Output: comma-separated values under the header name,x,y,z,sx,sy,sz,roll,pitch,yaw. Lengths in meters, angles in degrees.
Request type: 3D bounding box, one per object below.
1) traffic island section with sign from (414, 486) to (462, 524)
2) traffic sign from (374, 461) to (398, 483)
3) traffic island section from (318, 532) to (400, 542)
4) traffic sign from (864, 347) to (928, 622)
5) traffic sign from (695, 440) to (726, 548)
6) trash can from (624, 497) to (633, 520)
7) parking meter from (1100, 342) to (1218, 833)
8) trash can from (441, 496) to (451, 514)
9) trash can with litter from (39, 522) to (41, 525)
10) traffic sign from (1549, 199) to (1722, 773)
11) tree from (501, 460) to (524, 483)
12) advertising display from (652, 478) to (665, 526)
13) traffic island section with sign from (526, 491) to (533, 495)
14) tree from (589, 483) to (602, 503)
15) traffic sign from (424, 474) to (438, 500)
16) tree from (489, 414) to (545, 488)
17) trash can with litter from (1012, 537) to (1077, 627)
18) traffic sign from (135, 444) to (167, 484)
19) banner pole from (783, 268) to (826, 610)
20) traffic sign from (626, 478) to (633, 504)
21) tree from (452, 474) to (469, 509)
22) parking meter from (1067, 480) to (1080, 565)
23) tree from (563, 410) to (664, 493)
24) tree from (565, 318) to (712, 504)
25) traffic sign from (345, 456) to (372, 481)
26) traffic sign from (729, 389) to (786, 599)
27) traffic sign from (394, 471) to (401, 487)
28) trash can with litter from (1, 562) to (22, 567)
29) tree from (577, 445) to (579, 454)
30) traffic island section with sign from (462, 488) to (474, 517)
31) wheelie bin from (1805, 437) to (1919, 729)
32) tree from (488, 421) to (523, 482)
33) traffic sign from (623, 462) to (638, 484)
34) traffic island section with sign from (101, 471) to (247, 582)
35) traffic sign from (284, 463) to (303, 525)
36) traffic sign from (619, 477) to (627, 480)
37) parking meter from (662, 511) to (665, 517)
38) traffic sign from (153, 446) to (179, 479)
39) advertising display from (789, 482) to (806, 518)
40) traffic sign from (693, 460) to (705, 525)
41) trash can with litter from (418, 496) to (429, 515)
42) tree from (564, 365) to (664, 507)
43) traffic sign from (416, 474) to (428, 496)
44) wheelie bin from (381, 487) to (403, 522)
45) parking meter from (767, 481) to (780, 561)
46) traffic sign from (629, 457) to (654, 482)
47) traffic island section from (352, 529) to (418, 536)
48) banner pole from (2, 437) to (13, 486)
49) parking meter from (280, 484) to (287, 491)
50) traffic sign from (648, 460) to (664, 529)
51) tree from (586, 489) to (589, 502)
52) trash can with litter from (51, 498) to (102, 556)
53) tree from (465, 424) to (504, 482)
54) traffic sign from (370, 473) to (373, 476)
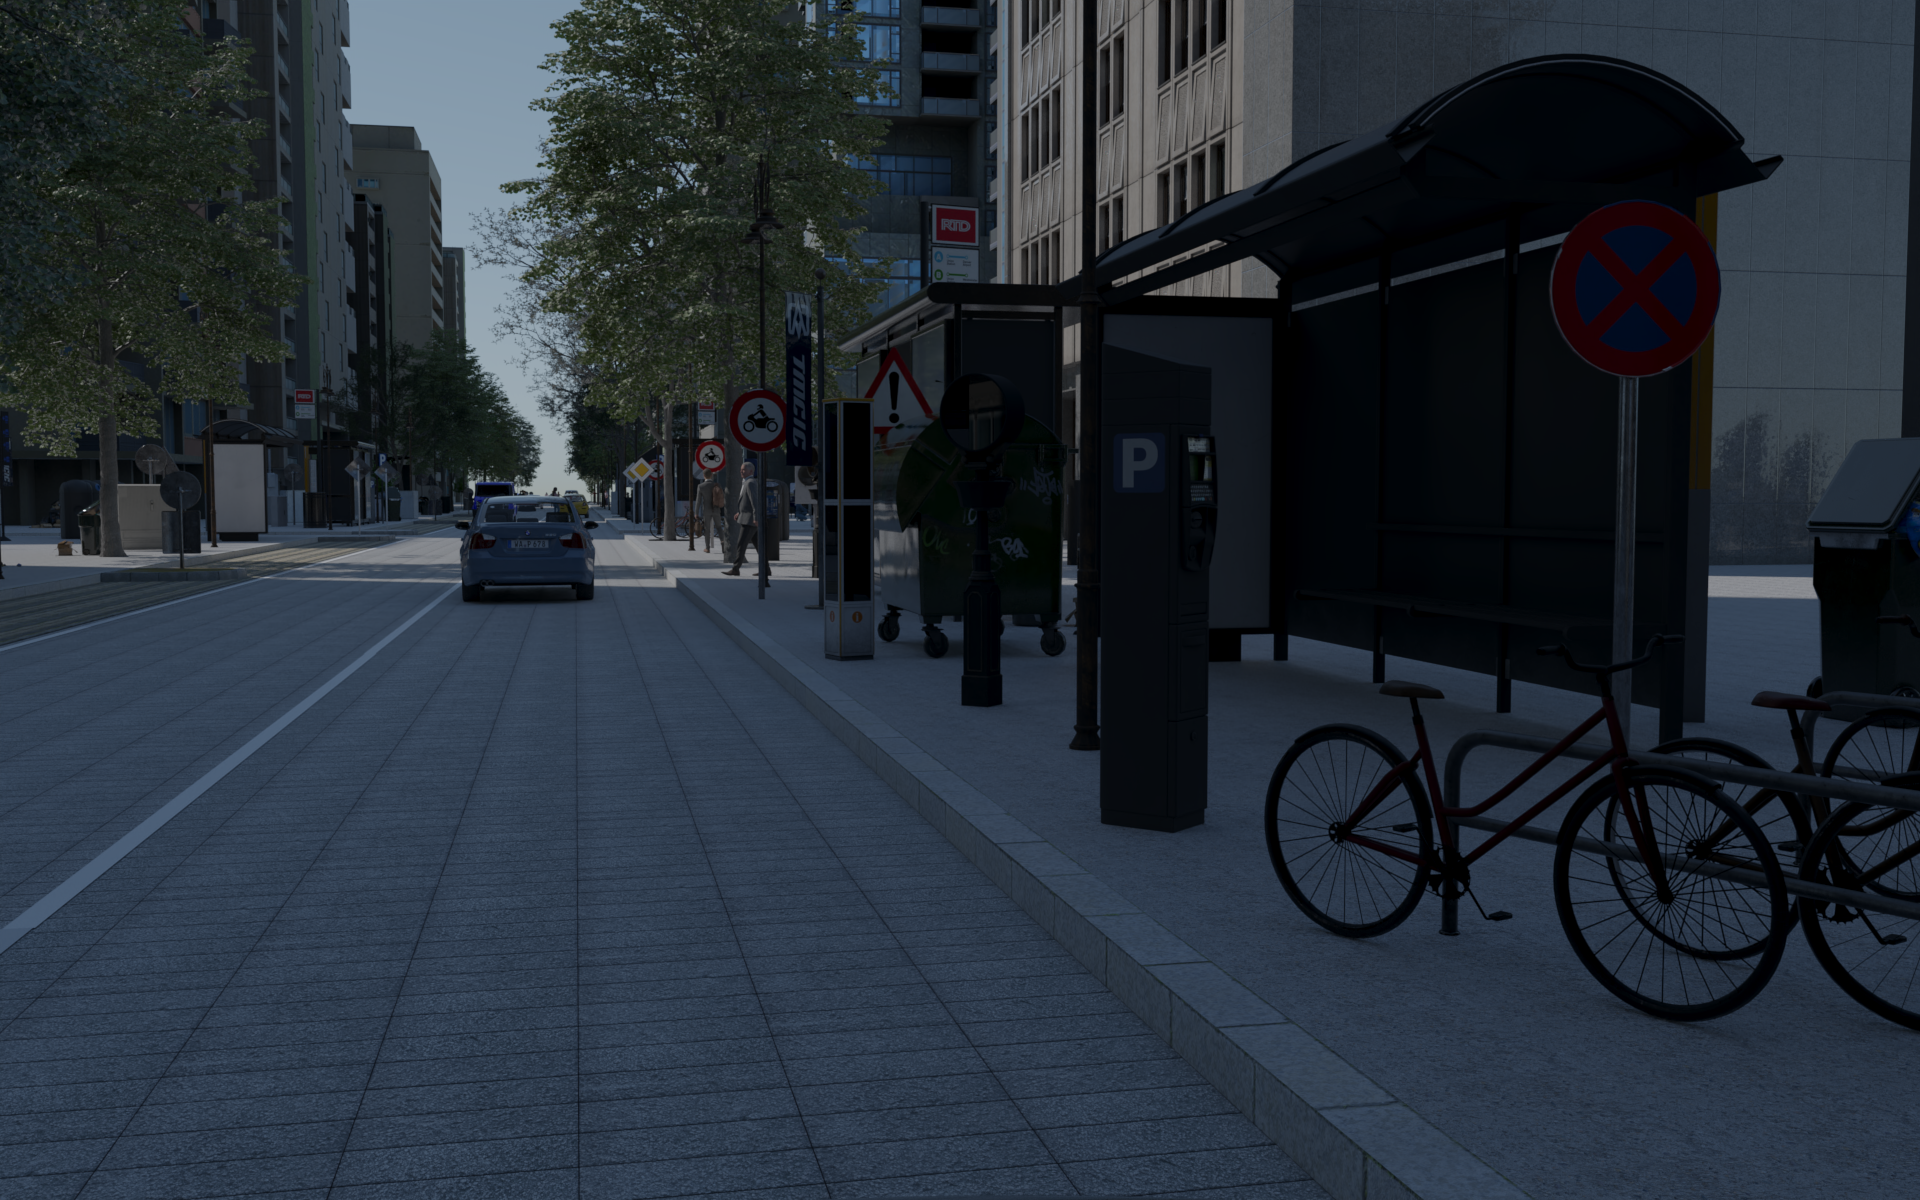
name,x,y,z,sx,sy,sz,roll,pitch,yaw
traffic island section with sign,-25.170,-4.564,83.254,1.989,1.847,2.006,-1,4,-12
traffic sign,-20.204,-3.595,60.975,0.795,2.593,0.064,-1,4,-12
traffic island section,-18.495,-1.894,53.241,2.009,0.180,2.903,-1,4,-12
traffic sign,-0.585,-0.944,15.438,0.884,2.594,0.081,0,4,-4
traffic sign,-5.883,-2.505,41.063,0.768,2.556,0.104,0,4,-4
trash can,-16.355,-4.552,86.074,0.748,1.137,0.748,0,3,0
parking meter,0.763,-0.059,6.675,0.399,1.863,0.255,3,4,36
trash can,-33.629,-6.213,113.241,0.748,1.137,0.748,0,3,0
trash can with litter,-35.310,-3.426,67.407,1.055,1.170,0.624,0,4,-6
traffic sign,2.923,-0.458,7.600,0.768,2.556,0.104,0,4,-4
tree,-66.890,-18.782,257.442,4.360,8.622,3.978,0,3,0
advertising display,-12.002,-3.899,68.956,0.123,1.923,0.974,1,4,13
traffic island section with sign,-65.673,-15.719,265.632,1.989,1.847,2.006,-1,4,-12
tree,-48.209,-14.548,232.459,1.663,3.219,1.824,0,3,0
traffic sign,-33.560,-6.717,109.825,0.884,2.594,0.081,0,4,-4
tree,-70.119,-22.312,271.454,9.857,13.997,8.962,0,3,0
trash can with litter,0.975,-0.338,16.911,1.055,1.170,0.624,0,4,4
traffic sign,-20.655,-2.700,44.246,0.768,2.556,0.104,0,4,-7
banner pole,-1.672,-1.779,19.100,0.401,3.779,0.863,2,4,33
traffic sign,-20.750,-6.553,109.279,0.606,2.300,0.079,-1,4,-12
tree,-41.968,-9.262,146.037,1.663,3.219,1.824,0,3,0
parking meter,2.120,-1.397,31.253,0.372,1.533,0.369,0,3,0
tree,-31.092,-14.637,156.329,9.611,12.733,9.660,0,3,0
tree,-15.301,-9.070,82.707,7.601,10.594,8.767,-1,4,-11
traffic sign,-18.473,-3.119,53.179,0.795,2.593,0.064,-1,4,-12
traffic sign,-2.418,-1.282,21.060,0.768,2.556,0.104,0,4,-5
traffic sign,-30.190,-5.642,92.356,0.768,2.556,0.104,0,4,-7
trash can with litter,-17.344,-1.171,30.202,1.678,1.210,2.233,-1,4,-18
tree,-28.733,-11.617,140.302,4.737,8.622,4.395,0,3,0
traffic island section with sign,-31.023,-6.174,109.568,1.989,1.847,2.006,-1,4,-12
wheelie bin,5.254,-0.115,9.783,0.693,1.594,0.980,-1,4,-15
tree,-55.866,-16.738,208.076,8.767,10.594,7.601,2,4,32
traffic sign,-11.809,-3.708,62.811,0.795,2.593,0.064,-1,4,-12
traffic island section with sign,-13.150,-1.254,29.125,1.989,1.847,2.006,-1,4,-12
traffic sign,-27.568,-4.376,71.656,0.768,2.556,0.104,-1,4,-10
traffic sign,-23.206,-7.329,119.935,0.768,2.556,0.104,0,4,-8
parking meter,-13.628,-4.361,79.720,0.372,1.533,0.369,0,3,0
traffic sign,-21.718,-2.893,47.298,0.884,2.594,0.081,0,4,-6
advertising display,-8.736,-5.385,93.264,0.974,1.923,0.123,2,4,26
traffic sign,-9.293,-3.803,62.291,0.768,2.556,0.104,0,4,-4
trash can with litter,-37.133,-6.561,118.663,0.624,1.170,1.055,3,4,37
tree,-25.352,-12.427,128.933,9.928,11.665,9.643,0,3,0
traffic sign,-33.310,-6.554,107.261,0.768,2.556,0.104,0,4,-8
wheelie bin,-26.635,-4.477,81.109,0.980,1.594,0.693,-3,5,-43
parking meter,-3.661,-1.524,33.332,0.372,1.533,0.369,0,3,0
traffic sign,-10.078,-3.231,55.016,0.795,2.593,0.064,-1,4,-12
traffic island section,-20.226,-2.370,61.037,2.009,0.180,2.903,-1,4,-12
banner pole,-36.953,-4.702,66.886,0.863,3.779,0.401,0,4,6
parking meter,-40.870,-6.054,104.694,0.399,1.863,0.255,1,4,21
traffic sign,-11.253,-3.921,64.215,0.768,2.556,0.104,-1,4,-10
tree,-61.719,-18.011,289.086,1.663,3.219,1.824,0,3,0
trash can with litter,-18.370,-1.515,36.157,1.055,1.170,0.624,-2,4,-27
tree,-44.638,-12.918,161.565,4.737,8.622,4.395,0,3,0
traffic sign,-28.743,-5.025,84.289,0.606,2.300,0.079,0,4,-3
